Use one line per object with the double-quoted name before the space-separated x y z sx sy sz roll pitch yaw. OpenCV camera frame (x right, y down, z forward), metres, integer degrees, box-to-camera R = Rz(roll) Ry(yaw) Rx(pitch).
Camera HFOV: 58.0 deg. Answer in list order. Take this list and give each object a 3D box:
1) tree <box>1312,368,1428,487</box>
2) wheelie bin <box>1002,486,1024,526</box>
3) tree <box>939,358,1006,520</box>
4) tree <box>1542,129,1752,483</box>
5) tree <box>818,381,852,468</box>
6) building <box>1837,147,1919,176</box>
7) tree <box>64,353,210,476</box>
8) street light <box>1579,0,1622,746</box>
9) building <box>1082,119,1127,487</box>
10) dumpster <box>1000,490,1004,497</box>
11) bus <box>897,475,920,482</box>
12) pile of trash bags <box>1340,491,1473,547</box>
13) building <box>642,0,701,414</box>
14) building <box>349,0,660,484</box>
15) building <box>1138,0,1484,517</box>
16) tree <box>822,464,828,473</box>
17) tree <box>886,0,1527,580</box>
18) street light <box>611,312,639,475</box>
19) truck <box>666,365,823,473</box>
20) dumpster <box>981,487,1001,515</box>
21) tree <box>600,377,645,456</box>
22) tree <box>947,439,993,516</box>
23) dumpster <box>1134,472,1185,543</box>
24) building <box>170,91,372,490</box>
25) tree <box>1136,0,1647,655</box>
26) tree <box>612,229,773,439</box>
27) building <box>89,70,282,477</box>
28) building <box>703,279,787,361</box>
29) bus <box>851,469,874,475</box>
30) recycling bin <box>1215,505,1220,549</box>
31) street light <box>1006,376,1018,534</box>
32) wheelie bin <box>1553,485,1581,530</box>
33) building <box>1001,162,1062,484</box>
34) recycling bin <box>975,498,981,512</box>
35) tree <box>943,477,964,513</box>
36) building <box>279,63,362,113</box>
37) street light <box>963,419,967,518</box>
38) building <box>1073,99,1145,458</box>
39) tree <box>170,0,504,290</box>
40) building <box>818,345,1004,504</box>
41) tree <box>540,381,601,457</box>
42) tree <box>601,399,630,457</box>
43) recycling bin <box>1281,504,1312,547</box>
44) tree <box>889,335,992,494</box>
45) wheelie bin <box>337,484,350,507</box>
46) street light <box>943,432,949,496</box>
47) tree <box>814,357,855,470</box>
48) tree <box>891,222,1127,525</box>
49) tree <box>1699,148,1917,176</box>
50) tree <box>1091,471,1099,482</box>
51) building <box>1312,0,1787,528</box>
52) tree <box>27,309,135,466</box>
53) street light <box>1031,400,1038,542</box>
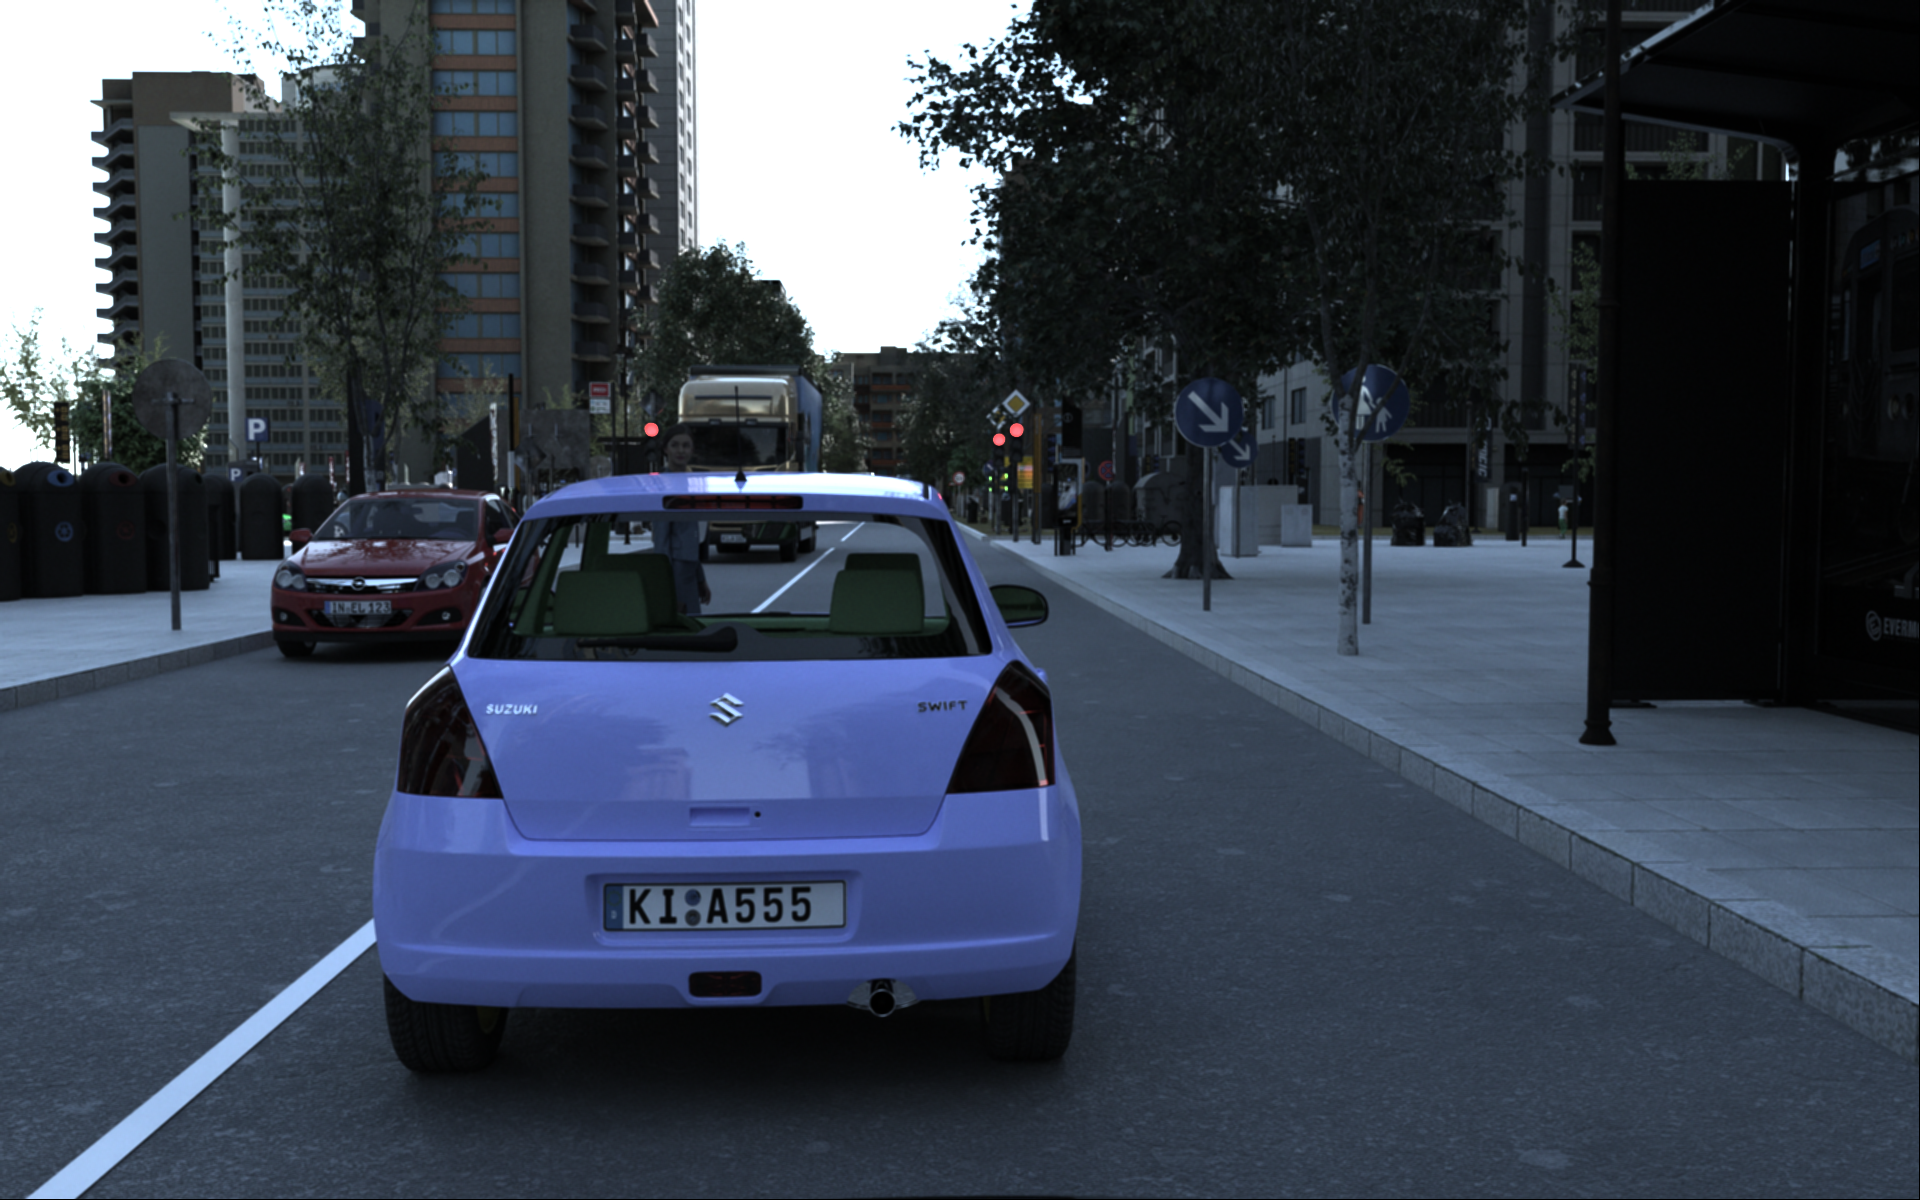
"tree" 14.415 -6.752 60.756 4.737 8.622 4.395 0 3 0
"wheelie bin" 2.066 -3.726 68.836 0.693 1.594 0.980 3 5 40
"tree" 1.359 -8.346 86.824 4.360 8.622 3.978 0 3 0
"tree" 13.823 -5.162 34.754 4.737 8.622 4.395 0 3 0
"tree" -11.749 -12.093 132.138 7.601 10.594 8.767 -1 4 -19
"building" 57.624 -32.843 78.984 28.212 58.520 21.231 0 4 -2
"tree" -19.255 -3.489 40.752 4.285 4.588 4.351 0 3 0
"street light" 3.283 -2.199 8.739 0.468 5.910 1.993 0 4 -2
"building" 23.001 -51.898 161.206 22.319 86.520 31.000 0 4 -2
"dumpster" 3.599 -7.261 121.207 1.502 2.255 1.985 0 4 -2
"bus" -5.294 -10.843 172.144 2.948 3.499 13.247 0 4 -3
"pile of trash bags" 11.153 -2.056 43.375 3.447 1.369 1.912 3 4 36
"building" -38.100 -45.316 179.160 20.611 71.187 20.563 0 4 -2
"building" -36.759 -29.815 142.093 22.147 44.769 28.867 0 4 -2
"building" 22.151 -41.616 118.678 20.563 71.187 20.611 0 4 -2
"tree" -12.318 -9.588 140.473 4.285 4.588 4.351 0 3 0
"tree" 3.693 -6.662 25.927 9.611 12.733 9.660 0 3 0
"street light" -8.511 -4.363 44.123 0.468 5.910 1.993 0 4 -2
"truck" -4.712 -3.126 40.026 2.839 4.237 11.283 0 4 -1
"dumpster" 1.972 -6.327 109.206 1.264 1.857 1.865 0 4 -2
"tree" -20.203 -9.540 106.338 4.360 8.622 3.978 0 3 0
"tree" 0.703 -7.314 103.299 4.285 4.588 4.351 0 3 0
"dumpster" 5.402 -2.489 46.450 1.264 1.857 1.865 0 4 -2
"building" -60.166 -29.433 173.110 23.993 40.220 32.217 0 4 -2
"tree" 3.102 -3.852 13.343 4.360 8.622 3.978 0 3 0
"tree" -10.542 -9.697 75.548 9.611 12.733 9.660 0 3 0
"building" -79.981 -32.467 180.947 14.200 45.320 14.600 0 4 -2
"building" -30.384 -28.208 232.908 14.107 30.474 14.160 0 4 -2
"bus" -8.601 -9.347 147.690 2.948 3.499 13.247 0 4 -1
"recycling bin" 6.256 -1.728 40.802 0.722 1.027 0.722 2 4 33
"street light" 1.647 -5.038 55.159 0.468 5.910 1.993 0 4 -2
"wheelie bin" 21.943 -3.351 62.692 0.980 1.594 0.693 0 4 5
"building" 12.701 -35.689 233.617 14.200 45.320 14.600 0 4 -2
"recycling bin" 1.113 -7.022 127.363 0.722 1.027 0.722 1 4 13
"tree" -0.134 -7.677 120.118 1.663 3.219 1.824 0 3 0
"building" -75.660 -42.366 234.689 28.212 58.520 21.231 0 4 -2
"street light" 0.265 -7.323 92.516 0.468 5.910 1.993 0 4 -2
"building" 18.343 -30.663 184.937 14.154 41.232 14.086 0 4 -2
"tree" -7.774 -4.409 22.452 4.360 8.622 3.978 0 3 0
"building" -9.111 -24.236 241.301 28.899 21.520 27.650 0 4 -2
"tree" -26.142 -9.942 112.918 4.737 8.622 4.395 0 3 0
"tree" -25.475 -10.769 126.440 4.737 8.622 4.395 0 3 0
"recycling bin" 8.185 -1.806 42.082 0.722 1.027 0.722 1 4 11
"tree" -1.845 -21.068 200.347 12.611 20.169 13.585 0 3 0
"wheelie bin" -18.945 -2.815 53.932 0.693 1.594 0.980 2 4 29
"street light" -1.008 -9.542 128.799 0.468 5.910 1.993 0 4 -2
"tree" -11.827 -11.939 120.950 9.928 11.665 9.643 0 3 0
"tree" 2.380 -9.948 73.022 12.009 13.543 11.850 0 3 0
"tree" 14.604 -4.795 28.763 4.360 8.622 3.978 0 3 0
"tree" 9.208 -8.001 125.424 1.663 3.219 1.824 0 3 0
"building" 25.329 -38.931 74.771 20.611 71.187 20.563 0 4 -2
"tree" -34.452 -7.221 68.422 4.360 8.622 3.978 0 3 0
"street light" 1.981 -4.481 46.050 0.468 5.910 1.993 0 4 -2
